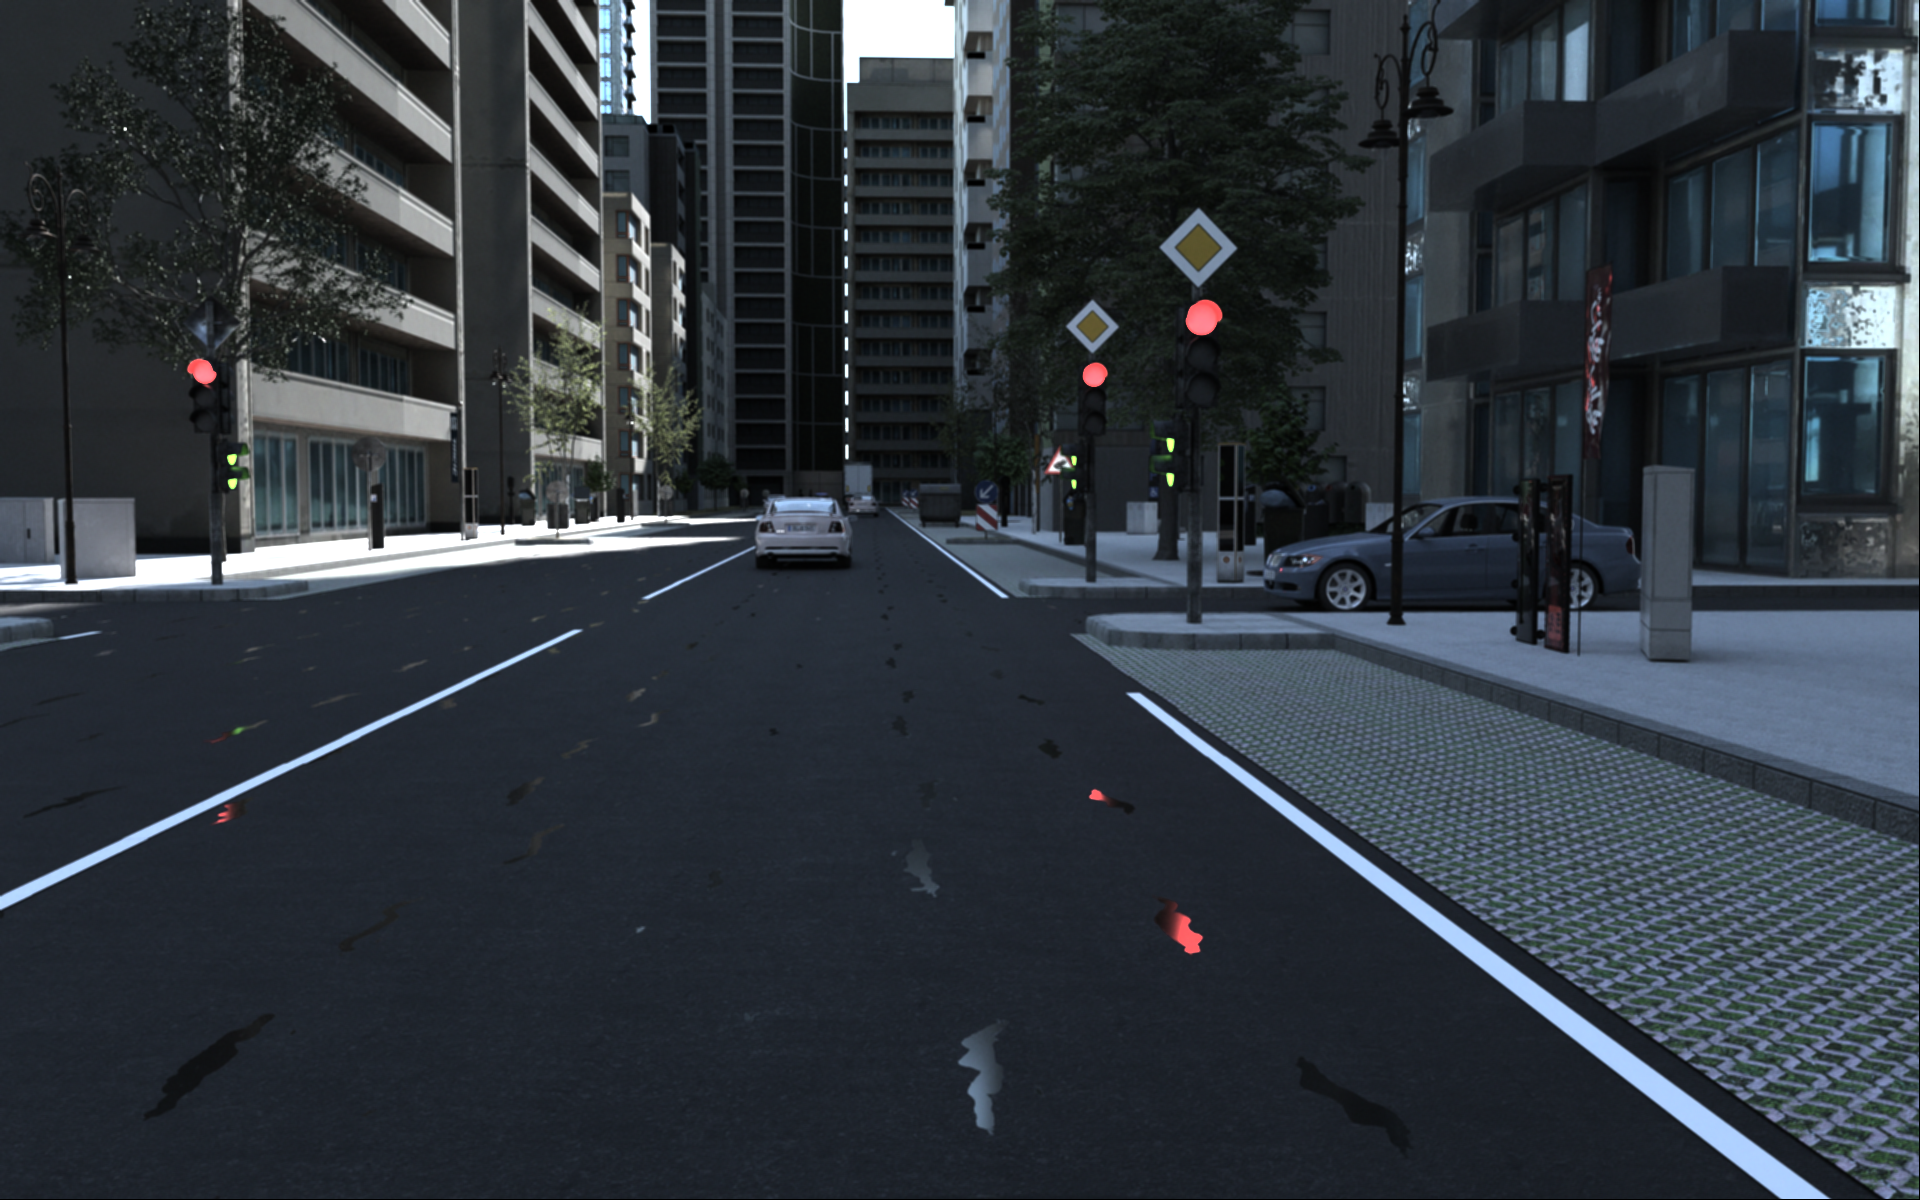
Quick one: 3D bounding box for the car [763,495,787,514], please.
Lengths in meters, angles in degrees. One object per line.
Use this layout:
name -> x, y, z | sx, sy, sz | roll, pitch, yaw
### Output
car -> -13.619, -7.125, 128.856 | 2.083, 1.381, 4.827 | 0, 4, -4

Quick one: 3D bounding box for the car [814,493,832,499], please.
car -> -12.824, -9.220, 160.333 | 1.945, 1.707, 3.694 | 0, 4, -1

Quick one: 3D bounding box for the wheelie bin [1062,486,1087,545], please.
wheelie bin -> 2.922, -2.194, 43.781 | 0.693, 1.594, 0.980 | 0, 4, 3

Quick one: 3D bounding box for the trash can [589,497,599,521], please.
trash can -> -17.549, -4.327, 82.398 | 0.748, 1.137, 0.748 | 0, 3, 0

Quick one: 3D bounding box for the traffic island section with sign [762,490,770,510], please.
traffic island section with sign -> -17.100, -8.841, 153.171 | 1.989, 1.847, 2.006 | 0, 4, -3

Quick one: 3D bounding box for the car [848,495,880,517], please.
car -> -6.044, -5.899, 108.816 | 2.083, 1.381, 4.827 | 0, 4, -2

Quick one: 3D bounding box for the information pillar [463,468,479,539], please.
information pillar -> -13.836, -2.722, 49.001 | 0.304, 2.012, 0.304 | 0, 4, 7

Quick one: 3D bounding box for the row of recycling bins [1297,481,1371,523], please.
row of recycling bins -> 11.786, -2.963, 55.564 | 1.069, 1.692, 3.534 | -2, 4, -32

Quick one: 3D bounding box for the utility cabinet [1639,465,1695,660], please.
utility cabinet -> 5.598, -0.307, 13.702 | 0.318, 1.500, 1.173 | 1, 4, 18

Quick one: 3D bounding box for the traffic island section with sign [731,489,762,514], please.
traffic island section with sign -> -15.649, -7.190, 126.182 | 1.989, 1.847, 2.006 | 0, 4, -3

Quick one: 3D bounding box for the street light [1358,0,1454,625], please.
street light -> 4.291, -2.696, 16.861 | 0.468, 5.910, 1.993 | 0, 4, -3

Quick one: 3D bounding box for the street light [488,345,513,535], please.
street light -> -14.223, -4.949, 53.709 | 0.468, 5.910, 1.993 | 0, 4, -3

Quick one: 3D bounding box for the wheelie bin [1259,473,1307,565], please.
wheelie bin -> 4.823, -1.099, 25.873 | 0.693, 1.594, 0.980 | 1, 4, 13

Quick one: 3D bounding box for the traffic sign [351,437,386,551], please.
traffic sign -> -13.221, -2.363, 38.745 | 0.768, 2.556, 0.104 | 0, 4, -1

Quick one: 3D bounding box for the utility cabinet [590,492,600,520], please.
utility cabinet -> -18.258, -4.695, 85.441 | 0.318, 1.500, 1.173 | 2, 4, 25

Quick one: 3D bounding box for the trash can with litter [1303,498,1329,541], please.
trash can with litter -> 7.346, -1.392, 33.813 | 2.233, 1.210, 1.678 | 0, 4, 2

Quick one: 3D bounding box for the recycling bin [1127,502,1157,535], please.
recycling bin -> 5.768, -2.588, 54.865 | 0.722, 1.027, 0.722 | 3, 5, 44

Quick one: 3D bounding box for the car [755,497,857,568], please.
car -> -3.111, -1.380, 34.919 | 2.083, 1.381, 4.827 | 0, 4, -3

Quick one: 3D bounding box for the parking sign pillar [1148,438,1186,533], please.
parking sign pillar -> 6.740, -4.201, 57.158 | 1.447, 3.967, 1.447 | 3, 4, 38

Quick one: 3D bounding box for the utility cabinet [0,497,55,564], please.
utility cabinet -> -17.307, -1.275, 32.009 | 1.020, 1.237, 0.306 | 0, 4, 6

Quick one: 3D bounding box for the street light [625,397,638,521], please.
street light -> -15.671, -6.714, 82.567 | 0.468, 5.910, 1.993 | 0, 4, -3

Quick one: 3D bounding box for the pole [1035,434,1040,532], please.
pole -> 2.637, -3.996, 59.177 | 0.158, 3.312, 0.155 | 0, 3, 0

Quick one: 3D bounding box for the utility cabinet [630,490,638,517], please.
utility cabinet -> -17.853, -5.269, 94.823 | 0.318, 1.500, 1.173 | -1, 4, -16

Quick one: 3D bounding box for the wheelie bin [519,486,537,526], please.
wheelie bin -> -17.352, -3.769, 69.534 | 0.693, 1.594, 0.980 | -1, 4, -12

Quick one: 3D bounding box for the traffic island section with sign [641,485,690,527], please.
traffic island section with sign -> -13.015, -4.166, 76.735 | 1.989, 1.847, 2.006 | 0, 4, -3

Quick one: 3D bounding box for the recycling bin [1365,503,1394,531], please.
recycling bin -> 11.835, -2.193, 48.411 | 0.722, 1.027, 0.722 | -2, 4, -34

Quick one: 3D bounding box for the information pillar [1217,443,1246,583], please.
information pillar -> 3.917, -1.256, 25.030 | 0.304, 2.012, 0.304 | 2, 4, 33

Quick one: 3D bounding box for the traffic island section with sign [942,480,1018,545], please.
traffic island section with sign -> 0.604, -2.517, 49.773 | 1.989, 1.847, 2.006 | 0, 4, -3

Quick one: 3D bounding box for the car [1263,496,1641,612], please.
car -> 6.010, -0.573, 21.377 | 4.499, 1.417, 2.014 | 0, 4, -3

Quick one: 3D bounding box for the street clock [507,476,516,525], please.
street clock -> -18.408, -4.066, 71.049 | 0.358, 2.002, 0.471 | 0, 4, -7

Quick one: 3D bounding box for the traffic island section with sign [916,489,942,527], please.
traffic island section with sign -> -0.829, -4.170, 76.815 | 1.989, 1.847, 2.006 | 0, 4, -3

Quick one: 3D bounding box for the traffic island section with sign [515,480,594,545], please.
traffic island section with sign -> -11.560, -2.507, 49.612 | 1.989, 1.847, 2.006 | 0, 4, -3

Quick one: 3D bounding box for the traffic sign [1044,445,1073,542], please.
traffic sign -> 2.665, -2.804, 45.845 | 0.884, 2.594, 0.081 | 0, 4, 1

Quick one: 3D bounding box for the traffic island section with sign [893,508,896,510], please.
traffic island section with sign -> -4.955, -8.885, 153.898 | 1.989, 1.847, 2.006 | 0, 4, -3

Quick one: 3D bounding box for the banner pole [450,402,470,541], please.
banner pole -> -13.625, -3.482, 46.951 | 0.401, 3.779, 0.863 | 0, 4, 8

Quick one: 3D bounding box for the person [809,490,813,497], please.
person -> -12.596, -8.450, 146.676 | 0.705, 1.821, 1.348 | 0, 4, 7

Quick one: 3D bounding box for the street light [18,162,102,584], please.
street light -> -12.680, -3.166, 24.546 | 0.468, 5.910, 1.993 | 0, 4, -3

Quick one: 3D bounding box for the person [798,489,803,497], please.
person -> -14.103, -8.861, 153.003 | 0.705, 1.869, 1.348 | 1, 4, 18

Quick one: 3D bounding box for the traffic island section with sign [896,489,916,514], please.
traffic island section with sign -> -3.498, -7.230, 126.839 | 1.989, 1.847, 2.006 | 0, 4, -3

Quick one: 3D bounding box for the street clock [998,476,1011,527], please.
street clock -> 1.734, -3.864, 67.747 | 0.471, 2.002, 0.358 | -2, 4, -30

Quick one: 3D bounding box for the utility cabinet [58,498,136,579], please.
utility cabinet -> -13.202, -0.939, 26.507 | 1.020, 1.237, 0.306 | -3, 5, -44

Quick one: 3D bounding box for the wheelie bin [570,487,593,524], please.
wheelie bin -> -16.007, -3.997, 73.267 | 0.980, 1.594, 0.693 | -1, 4, -10

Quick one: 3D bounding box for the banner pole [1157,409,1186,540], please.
banner pole -> 5.916, -3.583, 48.600 | 0.863, 3.779, 0.401 | 1, 4, 18
